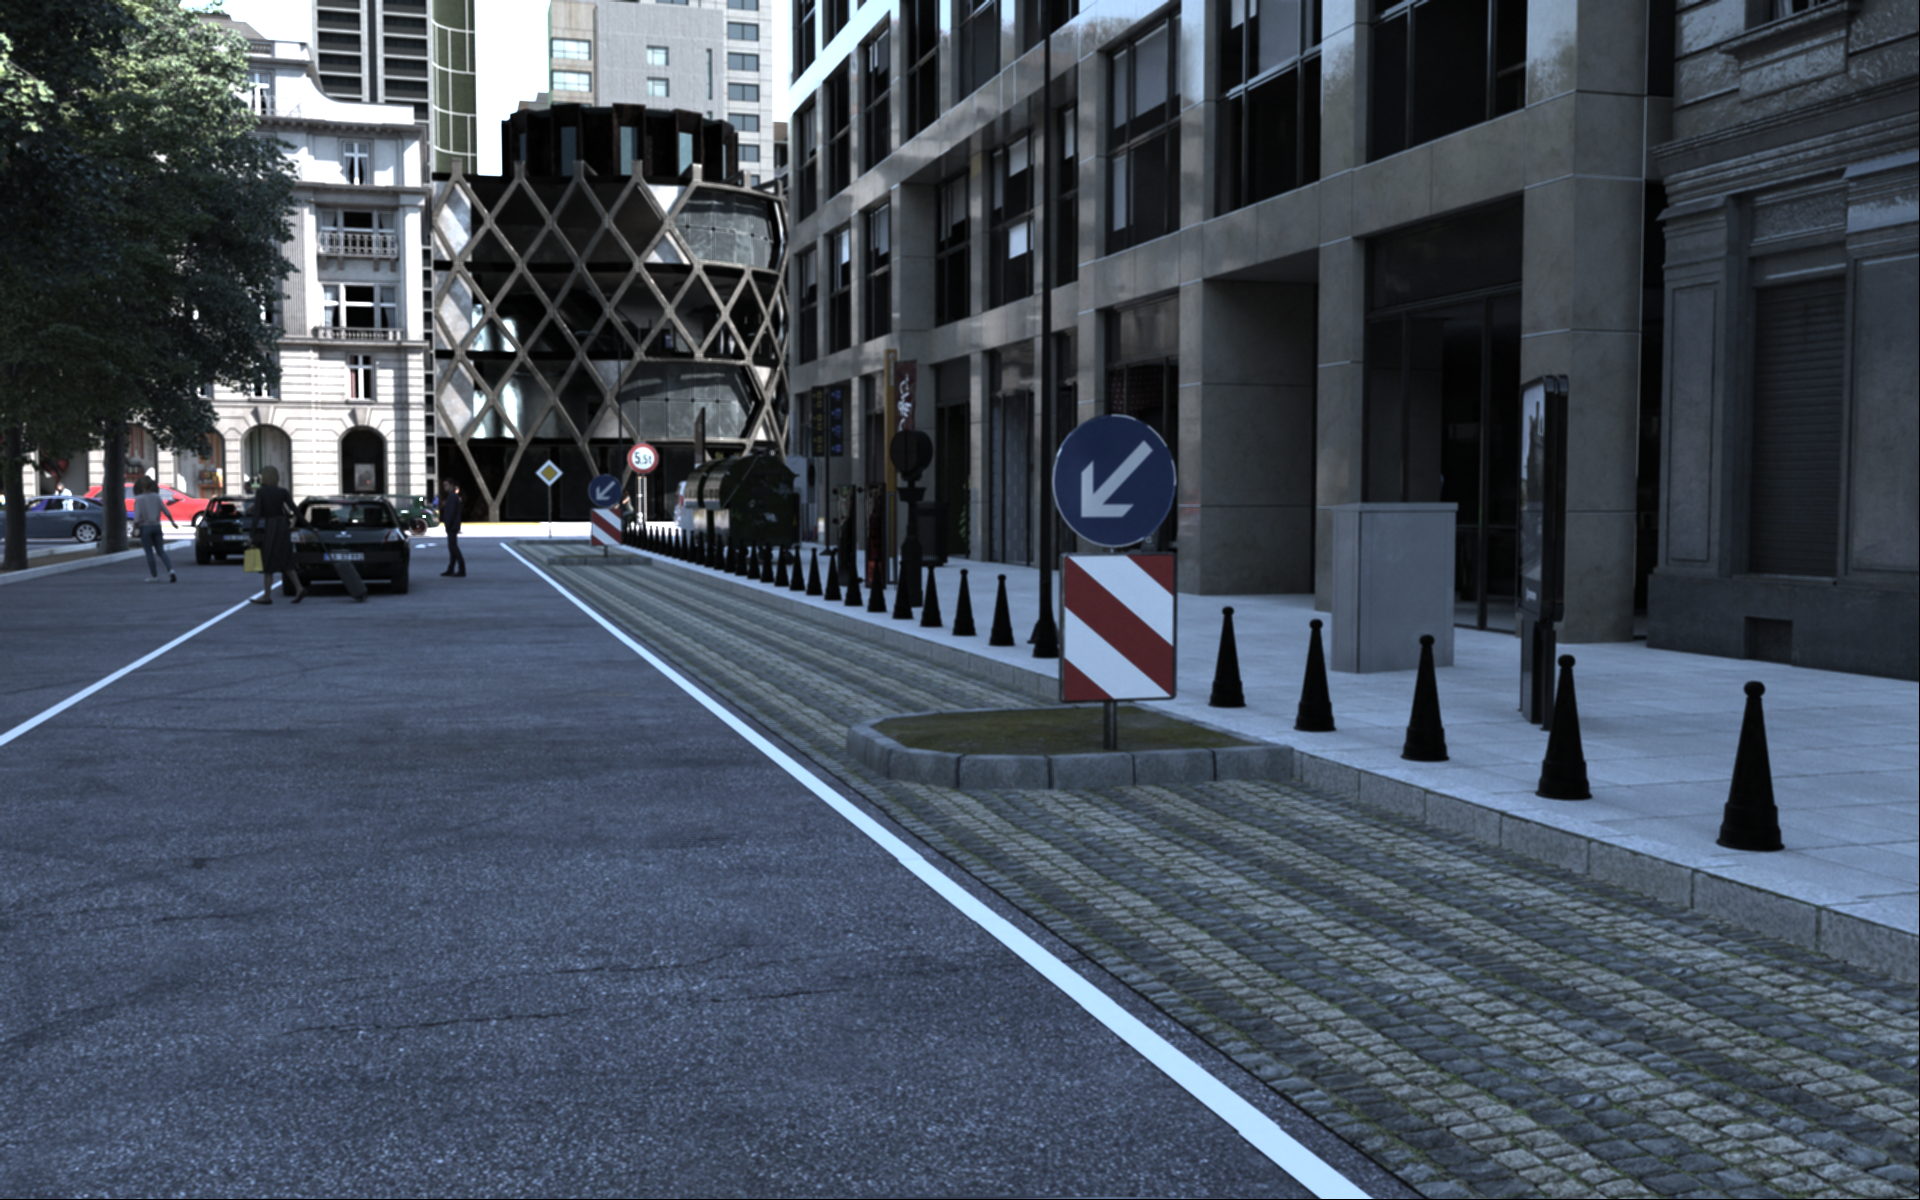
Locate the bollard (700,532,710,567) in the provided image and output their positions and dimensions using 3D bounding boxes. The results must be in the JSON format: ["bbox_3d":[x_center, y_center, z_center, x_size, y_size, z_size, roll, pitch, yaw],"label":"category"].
[{"bbox_3d":[-4.383,-0.877,30.387,0.229,0.601,0.229,0,3,0],"label":"bollard"}]

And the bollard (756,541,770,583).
[{"bbox_3d":[-2.795,-0.556,25.128,0.229,0.601,0.229,0,3,0],"label":"bollard"}]

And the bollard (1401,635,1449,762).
[{"bbox_3d":[2.257,0.468,8.390,0.229,0.601,0.229,0,3,0],"label":"bollard"}]

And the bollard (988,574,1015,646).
[{"bbox_3d":[0.355,0.083,14.692,0.229,0.601,0.229,0,3,0],"label":"bollard"}]

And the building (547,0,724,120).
[{"bbox_3d":[-27.966,-28.418,148.225,14.154,41.232,14.086,-1,4,-17],"label":"building"}]

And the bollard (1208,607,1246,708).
[{"bbox_3d":[1.620,0.340,10.486,0.229,0.601,0.229,0,3,0],"label":"bollard"}]

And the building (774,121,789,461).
[{"bbox_3d":[-16.540,-33.758,202.052,14.200,45.320,14.600,-1,4,-17],"label":"building"}]

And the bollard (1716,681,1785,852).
[{"bbox_3d":[2.886,0.595,6.307,0.229,0.601,0.229,0,3,0],"label":"bollard"}]

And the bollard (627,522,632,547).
[{"bbox_3d":[-7.864,-1.582,41.913,0.229,0.601,0.229,0,3,0],"label":"bollard"}]

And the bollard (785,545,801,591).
[{"bbox_3d":[-2.163,-0.428,23.039,0.229,0.601,0.229,0,3,0],"label":"bollard"}]

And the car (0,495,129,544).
[{"bbox_3d":[-26.702,-2.351,50.437,4.499,1.417,2.014,-1,4,-18],"label":"car"}]

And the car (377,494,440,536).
[{"bbox_3d":[-19.987,-3.022,59.203,4.222,1.686,2.009,-1,4,-18],"label":"car"}]

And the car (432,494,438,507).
[{"bbox_3d":[-56.332,-10.916,188.064,1.945,1.707,3.694,-1,4,-16],"label":"car"}]

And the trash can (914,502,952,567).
[{"bbox_3d":[-0.523,-1.165,30.704,0.748,1.137,0.748,0,3,0],"label":"trash can"}]

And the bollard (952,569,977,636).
[{"bbox_3d":[0.038,0.019,15.737,0.229,0.601,0.229,0,3,0],"label":"bollard"}]

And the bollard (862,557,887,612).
[{"bbox_3d":[-0.906,-0.173,18.867,0.229,0.601,0.229,0,3,0],"label":"bollard"}]

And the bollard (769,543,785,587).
[{"bbox_3d":[-2.479,-0.492,24.087,0.229,0.601,0.229,0,3,0],"label":"bollard"}]

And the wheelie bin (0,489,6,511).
[{"bbox_3d":[-36.845,-3.611,66.950,0.693,1.594,0.980,-2,4,-27],"label":"wheelie bin"}]

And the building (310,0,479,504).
[{"bbox_3d":[-75.285,-48.614,233.083,20.611,71.187,20.563,-1,4,-17],"label":"building"}]

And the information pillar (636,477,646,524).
[{"bbox_3d":[-13.662,-4.266,74.237,0.304,2.012,0.304,-2,4,-33],"label":"information pillar"}]

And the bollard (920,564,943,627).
[{"bbox_3d":[-0.279,-0.045,16.777,0.229,0.601,0.229,0,3,0],"label":"bollard"}]

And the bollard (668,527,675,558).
[{"bbox_3d":[-5.647,-1.134,34.580,0.229,0.601,0.229,0,3,0],"label":"bollard"}]

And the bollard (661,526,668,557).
[{"bbox_3d":[-5.968,-1.198,35.632,0.229,0.601,0.229,0,3,0],"label":"bollard"}]

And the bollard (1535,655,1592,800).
[{"bbox_3d":[2.567,0.532,7.347,0.229,0.601,0.229,0,3,0],"label":"bollard"}]

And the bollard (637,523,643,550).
[{"bbox_3d":[-7.233,-1.454,39.817,0.229,0.601,0.229,0,3,0],"label":"bollard"}]

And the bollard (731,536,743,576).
[{"bbox_3d":[-3.436,-0.685,27.245,0.229,0.601,0.229,0,3,0],"label":"bollard"}]

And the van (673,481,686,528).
[{"bbox_3d":[-7.019,-2.935,54.998,4.112,2.044,2.013,-1,4,-15],"label":"van"}]

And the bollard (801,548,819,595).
[{"bbox_3d":[-1.851,-0.364,21.997,0.229,0.601,0.229,0,3,0],"label":"bollard"}]

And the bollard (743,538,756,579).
[{"bbox_3d":[-3.115,-0.621,26.189,0.229,0.601,0.229,0,3,0],"label":"bollard"}]

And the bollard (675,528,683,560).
[{"bbox_3d":[-5.332,-1.070,33.532,0.229,0.601,0.229,0,3,0],"label":"bollard"}]

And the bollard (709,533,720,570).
[{"bbox_3d":[-4.068,-0.813,29.341,0.229,0.601,0.229,0,3,0],"label":"bollard"}]

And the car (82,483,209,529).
[{"bbox_3d":[-28.240,-3.202,61.024,5.304,1.827,2.281,-1,4,-17],"label":"car"}]

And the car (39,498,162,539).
[{"bbox_3d":[-28.005,-2.654,55.977,3.894,1.354,1.945,-1,4,-16],"label":"car"}]

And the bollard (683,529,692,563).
[{"bbox_3d":[-5.018,-1.006,32.487,0.229,0.601,0.229,0,3,0],"label":"bollard"}]

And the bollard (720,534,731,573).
[{"bbox_3d":[-3.751,-0.749,28.288,0.229,0.601,0.229,0,3,0],"label":"bollard"}]

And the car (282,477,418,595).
[{"bbox_3d":[-9.188,-0.993,26.025,2.009,1.686,4.222,-1,4,-17],"label":"car"}]

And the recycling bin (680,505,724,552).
[{"bbox_3d":[-5.798,-1.616,38.970,0.722,1.027,0.722,3,5,40],"label":"recycling bin"}]

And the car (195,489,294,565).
[{"bbox_3d":[-15.094,-1.650,36.763,2.009,1.686,4.222,-1,4,-16],"label":"car"}]

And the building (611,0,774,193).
[{"bbox_3d":[-29.725,-44.441,164.865,20.563,71.187,20.611,-1,4,-17],"label":"building"}]

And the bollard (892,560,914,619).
[{"bbox_3d":[-0.589,-0.109,17.821,0.229,0.601,0.229,0,3,0],"label":"bollard"}]

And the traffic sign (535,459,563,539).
[{"bbox_3d":[-11.821,-2.828,49.886,0.795,2.450,0.064,-1,4,-17],"label":"traffic sign"}]

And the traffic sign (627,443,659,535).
[{"bbox_3d":[-7.914,-2.641,43.289,0.768,2.556,0.104,-1,4,-14],"label":"traffic sign"}]

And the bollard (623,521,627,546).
[{"bbox_3d":[-8.172,-1.646,42.956,0.229,0.601,0.229,0,3,0],"label":"bollard"}]

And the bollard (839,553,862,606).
[{"bbox_3d":[-1.225,-0.236,19.907,0.229,0.601,0.229,0,3,0],"label":"bollard"}]

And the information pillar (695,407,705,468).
[{"bbox_3d":[-7.028,-3.398,46.913,0.183,3.616,0.504,-2,4,-35],"label":"information pillar"}]

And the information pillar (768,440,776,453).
[{"bbox_3d":[-8.200,-5.124,75.125,0.504,3.616,0.183,-1,4,-9],"label":"information pillar"}]

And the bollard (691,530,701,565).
[{"bbox_3d":[-4.695,-0.941,31.429,0.229,0.601,0.229,0,3,0],"label":"bollard"}]

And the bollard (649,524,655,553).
[{"bbox_3d":[-6.599,-1.326,37.729,0.229,0.601,0.229,0,3,0],"label":"bollard"}]

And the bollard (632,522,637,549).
[{"bbox_3d":[-7.545,-1.518,40.859,0.229,0.601,0.229,0,3,0],"label":"bollard"}]

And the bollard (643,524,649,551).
[{"bbox_3d":[-6.913,-1.390,38.772,0.229,0.601,0.229,0,3,0],"label":"bollard"}]

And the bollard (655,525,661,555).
[{"bbox_3d":[-6.283,-1.262,36.683,0.229,0.601,0.229,0,3,0],"label":"bollard"}]

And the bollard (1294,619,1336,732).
[{"bbox_3d":[1.936,0.404,9.429,0.229,0.601,0.229,0,3,0],"label":"bollard"}]

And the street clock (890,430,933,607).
[{"bbox_3d":[-0.551,-0.923,19.653,0.471,2.002,0.358,3,5,42],"label":"street clock"}]

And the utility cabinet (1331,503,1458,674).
[{"bbox_3d":[3.182,-0.095,12.714,1.020,1.237,0.306,-2,4,-33],"label":"utility cabinet"}]

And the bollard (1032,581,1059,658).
[{"bbox_3d":[0.679,0.148,13.621,0.229,0.601,0.229,0,3,0],"label":"bollard"}]

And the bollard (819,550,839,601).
[{"bbox_3d":[-1.538,-0.300,20.949,0.229,0.601,0.229,0,3,0],"label":"bollard"}]

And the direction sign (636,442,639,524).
[{"bbox_3d":[-13.949,-5.081,75.079,0.379,3.537,0.876,0,4,-7],"label":"direction sign"}]

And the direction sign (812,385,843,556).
[{"bbox_3d":[-2.772,-2.703,36.199,0.876,3.537,0.379,3,5,40],"label":"direction sign"}]
